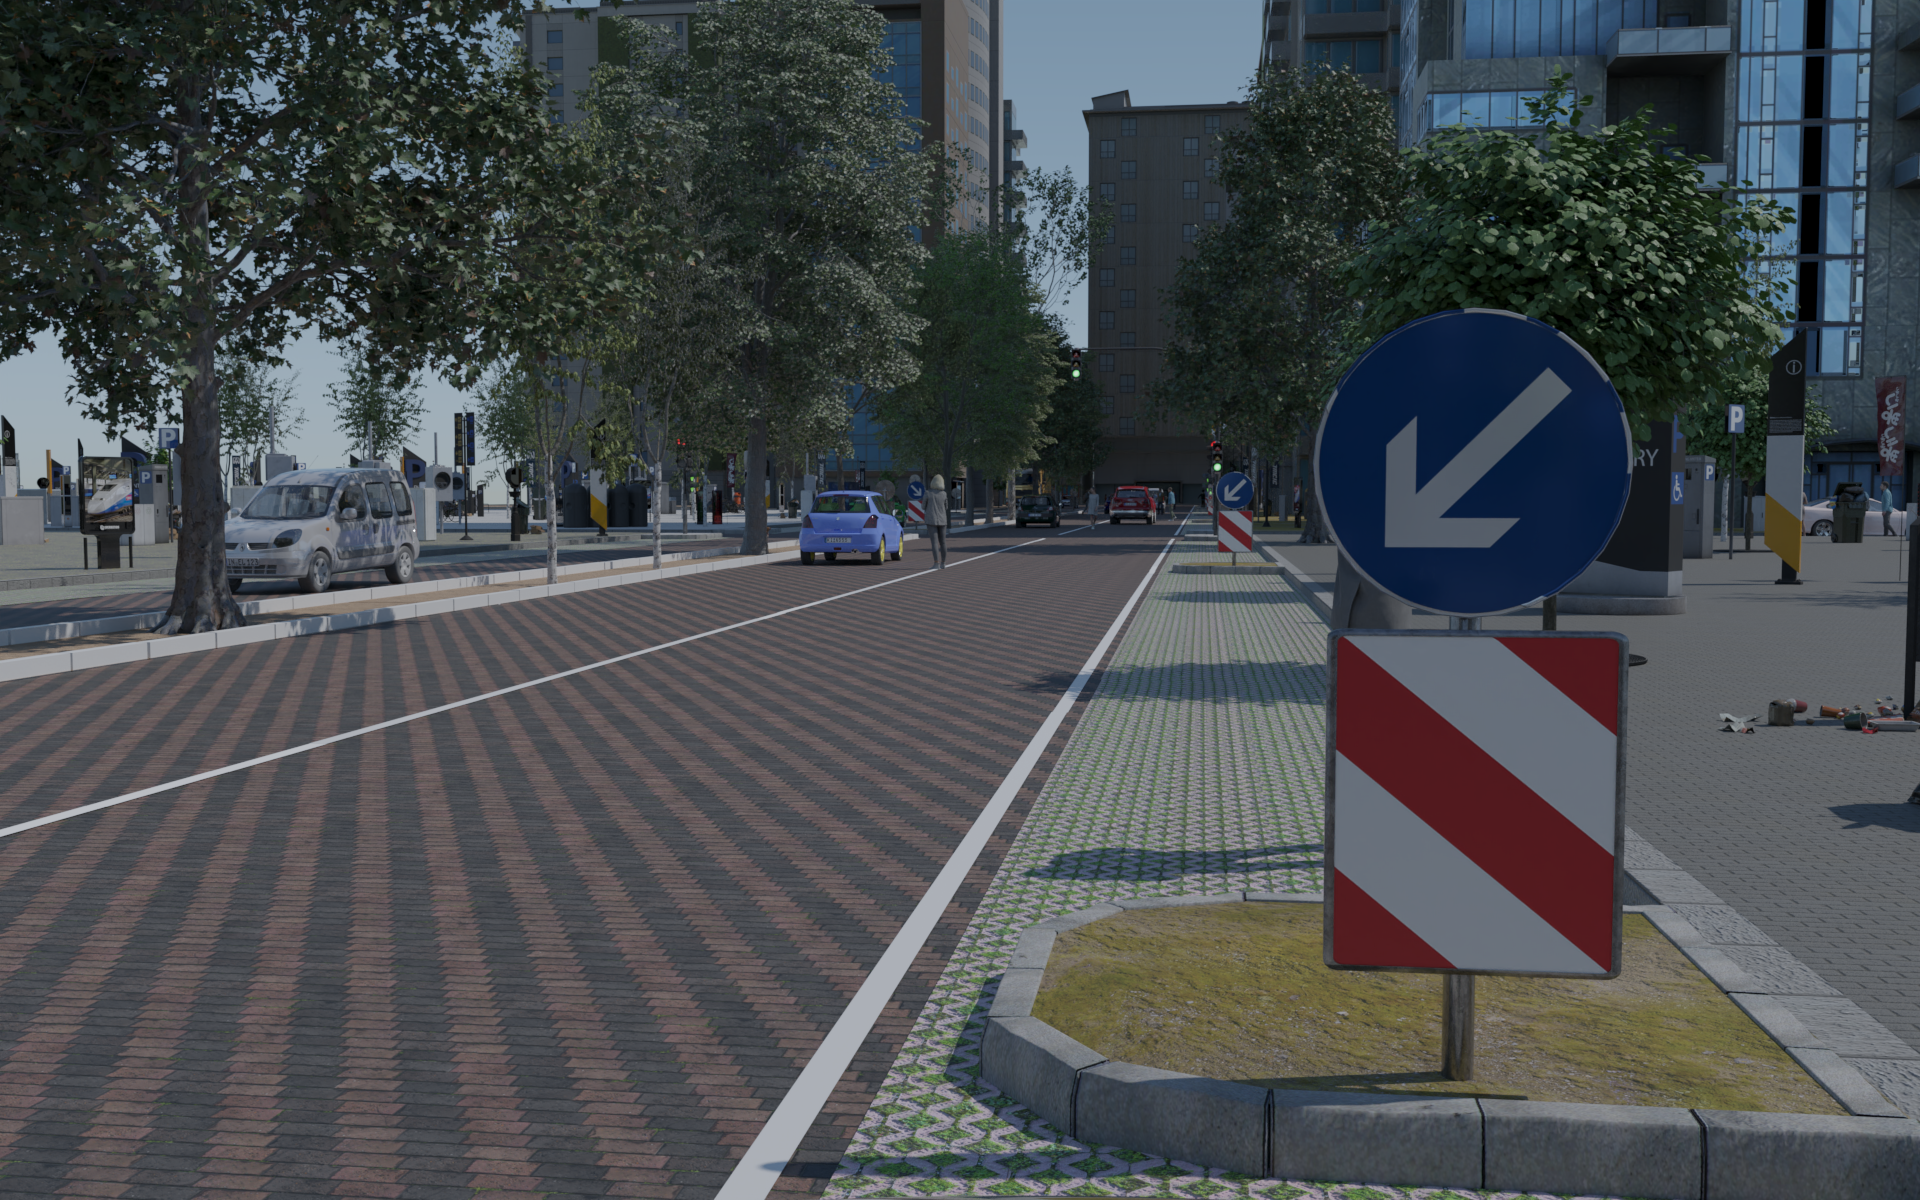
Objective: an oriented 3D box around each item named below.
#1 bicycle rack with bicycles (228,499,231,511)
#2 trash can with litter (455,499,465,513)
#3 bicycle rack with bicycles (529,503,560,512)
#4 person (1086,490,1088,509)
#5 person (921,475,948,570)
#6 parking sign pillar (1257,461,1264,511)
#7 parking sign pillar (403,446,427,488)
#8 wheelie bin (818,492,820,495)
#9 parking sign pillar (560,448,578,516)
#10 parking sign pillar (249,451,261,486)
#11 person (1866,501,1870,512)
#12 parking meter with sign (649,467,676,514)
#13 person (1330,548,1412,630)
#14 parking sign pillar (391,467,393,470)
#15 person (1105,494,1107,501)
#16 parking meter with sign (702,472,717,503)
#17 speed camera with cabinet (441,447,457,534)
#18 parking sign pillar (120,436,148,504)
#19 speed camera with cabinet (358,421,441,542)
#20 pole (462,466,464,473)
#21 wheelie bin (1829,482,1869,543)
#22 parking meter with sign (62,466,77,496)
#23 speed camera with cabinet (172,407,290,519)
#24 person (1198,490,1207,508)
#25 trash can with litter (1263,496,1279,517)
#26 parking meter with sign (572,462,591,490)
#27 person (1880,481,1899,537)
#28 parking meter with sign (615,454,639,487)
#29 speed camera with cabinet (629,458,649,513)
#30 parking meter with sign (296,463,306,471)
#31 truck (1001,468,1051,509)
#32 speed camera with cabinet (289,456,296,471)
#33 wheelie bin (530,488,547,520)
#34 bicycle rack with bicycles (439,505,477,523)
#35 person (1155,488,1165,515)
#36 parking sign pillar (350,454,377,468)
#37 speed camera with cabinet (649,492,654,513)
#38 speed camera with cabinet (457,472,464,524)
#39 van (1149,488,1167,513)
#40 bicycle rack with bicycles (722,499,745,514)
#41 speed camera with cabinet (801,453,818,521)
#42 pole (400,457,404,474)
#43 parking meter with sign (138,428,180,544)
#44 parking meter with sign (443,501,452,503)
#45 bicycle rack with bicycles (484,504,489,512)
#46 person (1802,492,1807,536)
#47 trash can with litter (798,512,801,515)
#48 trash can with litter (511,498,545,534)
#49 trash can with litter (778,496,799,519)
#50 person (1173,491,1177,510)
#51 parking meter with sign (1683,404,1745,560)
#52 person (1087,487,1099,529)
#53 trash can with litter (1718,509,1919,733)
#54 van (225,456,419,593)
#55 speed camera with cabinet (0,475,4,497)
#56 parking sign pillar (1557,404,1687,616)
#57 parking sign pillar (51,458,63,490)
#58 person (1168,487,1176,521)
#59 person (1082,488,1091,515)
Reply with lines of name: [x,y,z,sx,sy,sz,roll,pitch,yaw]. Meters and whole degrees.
bicycle rack with bicycles: [-54.306,-7.100,129.462,2.852,0.926,2.925,0,4,5]
trash can with litter: [-30.690,-5.862,107.227,0.624,1.170,1.055,2,4,34]
bicycle rack with bicycles: [-29.386,-6.848,125.351,2.925,0.926,2.852,1,4,12]
person: [12.245,-9.652,166.389,0.705,1.814,1.350,0,4,0]
person: [-0.499,-1.491,33.058,0.537,1.800,0.526,-1,4,-17]
parking sign pillar: [23.201,-8.910,134.157,1.447,3.967,1.447,1,4,18]
parking sign pillar: [-30.577,-6.658,97.335,1.447,3.967,1.447,-3,4,-36]
wheelie bin: [-10.128,-6.875,120.320,0.980,1.594,0.693,2,4,28]
parking sign pillar: [-22.826,-6.903,101.336,1.447,3.967,1.447,-3,5,-41]
parking sign pillar: [-41.985,-7.019,103.233,1.447,3.967,1.447,-1,4,-12]
person: [27.370,-2.693,52.871,0.623,1.781,0.721,-2,4,-33]
parking meter with sign: [-18.893,-6.973,110.262,0.543,3.016,1.738,3,5,44]
person: [1.663,0.095,6.745,0.447,1.846,0.655,0,4,1]
parking sign pillar: [-39.122,-7.903,117.694,1.447,3.967,1.447,-3,5,-41]
person: [15.069,-10.215,178.767,0.557,1.426,1.065,1,4,18]
parking meter with sign: [-19.645,-8.609,137.017,1.738,3.016,0.543,2,4,27]
speed camera with cabinet: [-17.157,-3.704,54.903,2.038,3.252,0.660,-3,5,-42]
parking sign pillar: [-38.145,-5.609,80.183,1.447,3.967,1.447,0,4,-4]
speed camera with cabinet: [-15.341,-3.234,47.209,2.038,3.252,0.660,1,4,15]
pole: [-32.337,-7.277,112.822,0.158,3.312,0.155,0,3,0]
wheelie bin: [23.398,-2.300,45.508,0.980,1.594,0.693,0,4,-2]
parking meter with sign: [-55.014,-6.831,107.944,0.543,3.016,1.738,1,4,15]
speed camera with cabinet: [-14.783,-2.491,35.066,2.038,3.252,0.660,-1,4,-14]
person: [23.291,-9.641,165.757,1.348,1.869,0.705,3,4,38]
trash can with litter: [17.763,-5.337,98.648,1.055,1.170,0.624,1,4,13]
parking meter with sign: [-20.577,-6.108,96.125,1.738,3.016,0.543,-2,4,-31]
person: [28.389,-2.717,52.936,0.620,1.820,0.660,2,4,25]
parking meter with sign: [-14.615,-4.787,74.526,0.543,3.016,1.738,2,4,33]
speed camera with cabinet: [-18.275,-6.155,94.973,2.038,3.252,0.660,-1,4,-9]
parking meter with sign: [-37.485,-6.185,97.386,1.738,3.016,0.543,3,4,37]
truck: [5.257,-8.391,133.111,3.469,3.379,9.791,1,4,9]
speed camera with cabinet: [-15.307,-2.726,38.904,0.660,3.252,2.038,-1,4,-16]
wheelie bin: [-20.891,-4.786,86.165,0.980,1.594,0.693,0,4,6]
bicycle rack with bicycles: [-23.982,-4.008,78.916,2.925,0.926,2.852,1,4,13]
person: [13.813,-6.802,119.625,0.656,1.842,0.836,0,4,-6]
parking sign pillar: [-39.830,-7.739,115.011,1.447,3.967,1.447,0,4,-7]
speed camera with cabinet: [-20.929,-7.491,116.818,0.660,3.252,2.038,2,4,27]
speed camera with cabinet: [-21.864,-4.793,72.695,2.038,3.252,0.660,-1,4,-21]
van: [14.623,-7.556,130.557,2.013,2.044,4.112,0,4,6]
bicycle rack with bicycles: [-14.406,-6.181,114.443,2.925,0.926,2.852,-1,4,-20]
speed camera with cabinet: [-7.184,-5.401,82.639,0.660,3.252,2.038,0,4,2]
pole: [-30.311,-6.134,94.140,0.158,3.312,0.155,0,3,0]
parking meter with sign: [-20.876,-2.967,44.769,0.543,3.016,1.738,0,4,7]
parking meter with sign: [-35.553,-7.453,118.122,1.738,3.016,0.543,-1,4,-22]
bicycle rack with bicycles: [-34.085,-6.561,120.653,2.852,0.926,2.925,-2,4,-34]
person: [25.962,-2.738,53.613,0.599,1.781,0.374,-1,4,-12]
trash can with litter: [-8.856,-5.670,103.763,2.233,1.210,1.678,1,4,15]
trash can with litter: [-13.771,-2.682,55.236,1.055,1.170,0.624,0,4,6]
trash can with litter: [-8.990,-4.847,90.635,1.055,1.170,0.624,-1,4,-16]
person: [19.838,-9.222,160.206,0.541,1.710,0.530,-2,4,-35]
parking meter with sign: [14.639,-2.341,34.544,0.543,3.016,1.738,-2,4,-35]
person: [5.417,-3.752,70.592,0.466,1.731,0.760,0,4,-4]
trash can with litter: [5.174,0.078,9.776,2.233,1.210,1.678,-1,4,-12]
van: [-9.877,-1.192,26.495,2.013,2.044,4.112,1,4,9]
speed camera with cabinet: [-45.021,-5.409,82.777,0.660,3.252,2.038,1,4,21]
parking sign pillar: [7.180,-1.859,18.868,1.447,3.967,1.447,3,5,43]
parking sign pillar: [-65.939,-8.459,126.769,1.447,3.967,1.447,0,4,-7]
person: [11.199,-5.057,91.526,0.444,1.785,0.601,2,4,32]
person: [8.727,-6.690,117.848,0.822,1.834,0.622,1,4,22]
